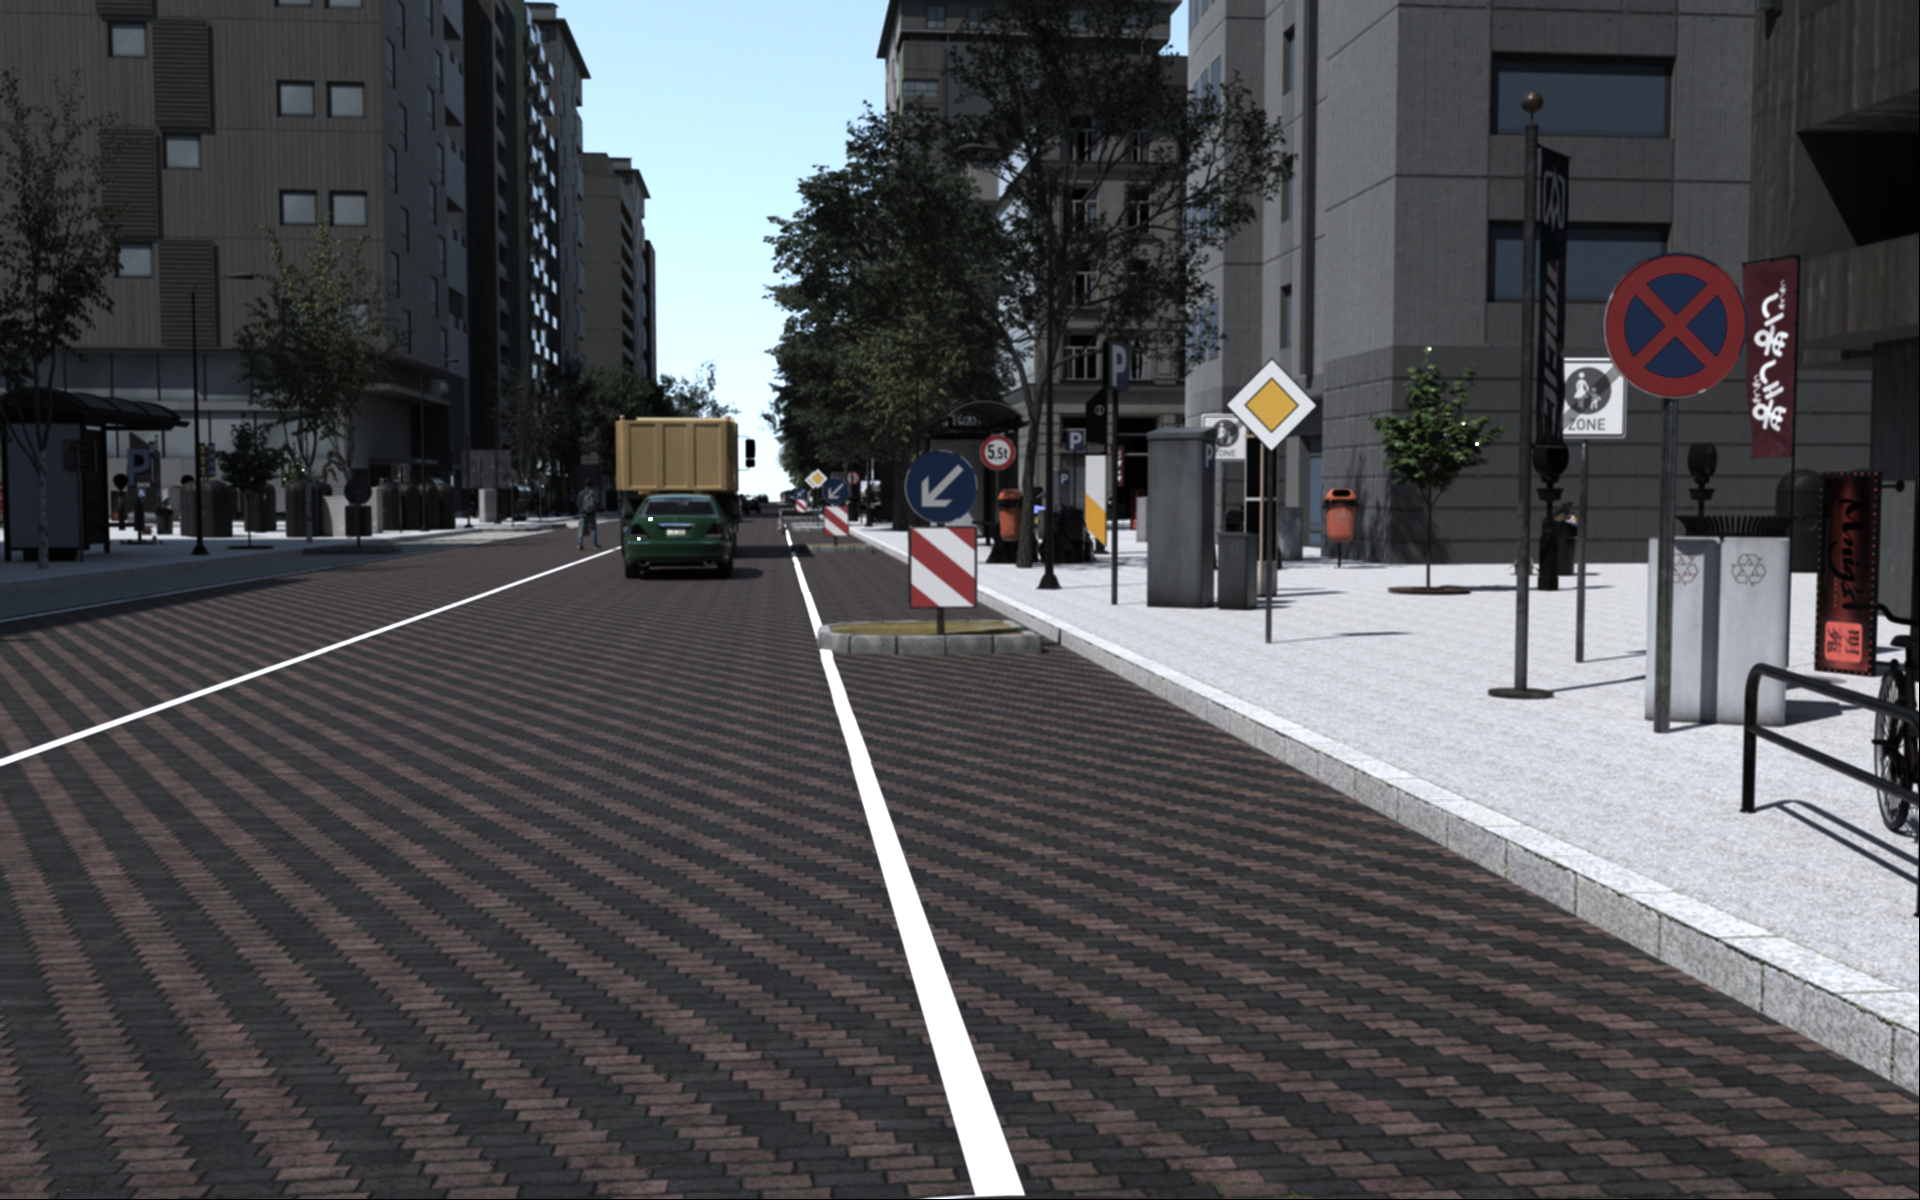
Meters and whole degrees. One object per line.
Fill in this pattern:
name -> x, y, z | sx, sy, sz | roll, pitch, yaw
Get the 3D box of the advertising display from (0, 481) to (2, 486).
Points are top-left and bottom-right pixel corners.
advertising display -> -46.487, -4.788, 83.494 | 0.123, 1.923, 0.974 | 0, 4, 0

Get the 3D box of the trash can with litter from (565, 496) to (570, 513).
trash can with litter -> -25.989, -6.432, 116.547 | 0.624, 1.170, 1.055 | 3, 4, 36

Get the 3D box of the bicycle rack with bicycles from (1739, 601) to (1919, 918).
bicycle rack with bicycles -> 4.081, 0.445, 6.107 | 2.852, 0.926, 2.925 | 1, 4, 9

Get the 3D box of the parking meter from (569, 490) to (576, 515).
parking meter -> -23.253, -5.847, 104.010 | 0.372, 1.533, 0.369 | 0, 3, 0

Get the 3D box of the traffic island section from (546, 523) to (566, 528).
traffic island section -> -18.059, -3.194, 74.509 | 2.009, 0.180, 2.903 | 0, 4, -6

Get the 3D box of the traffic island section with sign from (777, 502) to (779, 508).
traffic island section with sign -> -12.028, -7.135, 125.289 | 1.989, 1.847, 2.006 | 0, 4, -6

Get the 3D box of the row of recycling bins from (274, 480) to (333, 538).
row of recycling bins -> -19.864, -2.794, 52.798 | 1.069, 1.692, 3.534 | -1, 4, -10

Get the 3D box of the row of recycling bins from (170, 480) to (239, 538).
row of recycling bins -> -22.769, -2.755, 52.163 | 1.069, 1.692, 3.534 | -2, 4, -35

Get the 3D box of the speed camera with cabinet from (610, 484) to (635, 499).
speed camera with cabinet -> -28.802, -9.386, 147.791 | 2.038, 3.252, 0.660 | 0, 4, -1

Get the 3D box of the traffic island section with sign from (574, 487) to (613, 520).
traffic island section with sign -> -20.452, -5.387, 96.709 | 1.989, 1.847, 2.006 | 0, 4, -6

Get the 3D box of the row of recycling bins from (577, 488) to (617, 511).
row of recycling bins -> -27.097, -7.390, 127.947 | 3.534, 1.692, 1.069 | 0, 4, -5

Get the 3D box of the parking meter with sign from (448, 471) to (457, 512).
parking meter with sign -> -35.398, -7.627, 120.959 | 0.543, 3.016, 1.738 | -1, 4, -14

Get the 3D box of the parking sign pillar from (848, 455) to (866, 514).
parking sign pillar -> -6.672, -7.475, 110.687 | 1.447, 3.967, 1.447 | 3, 5, 44

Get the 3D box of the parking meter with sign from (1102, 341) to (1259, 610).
parking meter with sign -> 2.508, -1.427, 19.596 | 1.738, 3.016, 0.543 | 2, 4, 30

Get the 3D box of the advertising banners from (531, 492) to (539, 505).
advertising banners -> -31.513, -7.887, 125.135 | 2.074, 3.025, 0.090 | -1, 4, -11

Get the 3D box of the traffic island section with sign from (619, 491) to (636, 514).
traffic island section with sign -> -23.378, -7.058, 124.019 | 1.989, 1.847, 2.006 | 0, 4, -6

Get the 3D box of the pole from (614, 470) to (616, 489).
pole -> -29.032, -9.285, 145.653 | 0.158, 3.312, 0.155 | 0, 3, 0

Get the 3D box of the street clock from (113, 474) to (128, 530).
street clock -> -29.805, -3.484, 61.542 | 0.471, 2.002, 0.358 | -2, 4, -33

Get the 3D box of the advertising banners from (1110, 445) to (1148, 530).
advertising banners -> 6.354, -4.009, 61.735 | 2.074, 3.025, 0.090 | 1, 4, 15

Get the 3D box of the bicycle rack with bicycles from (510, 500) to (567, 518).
bicycle rack with bicycles -> -22.871, -4.816, 92.131 | 2.852, 0.926, 2.925 | 0, 4, 3

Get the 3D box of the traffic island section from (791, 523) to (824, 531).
traffic island section -> -5.533, -2.785, 67.811 | 2.009, 0.180, 2.903 | 0, 4, -6

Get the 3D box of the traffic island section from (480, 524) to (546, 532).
traffic island section -> -17.208, -2.709, 66.569 | 2.009, 0.180, 2.903 | 0, 4, -6

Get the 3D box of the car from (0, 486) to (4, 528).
car -> -40.162, -3.696, 69.100 | 5.304, 1.827, 2.281 | 0, 4, -7

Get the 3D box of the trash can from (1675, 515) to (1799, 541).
trash can -> 5.105, 0.014, 11.431 | 0.748, 1.137, 0.748 | 0, 3, 0

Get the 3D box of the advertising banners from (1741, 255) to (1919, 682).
advertising banners -> 6.327, -0.982, 12.251 | 0.090, 3.025, 2.074 | -1, 4, -23

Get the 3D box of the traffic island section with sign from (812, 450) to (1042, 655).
traffic island section with sign -> -0.352, -0.476, 16.410 | 1.989, 1.847, 2.006 | 0, 4, -6

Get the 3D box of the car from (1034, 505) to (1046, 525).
car -> 1.990, -3.772, 71.267 | 3.694, 1.707, 1.945 | 0, 4, -7

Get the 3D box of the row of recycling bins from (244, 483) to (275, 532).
row of recycling bins -> -24.479, -3.272, 60.607 | 1.069, 1.692, 3.534 | -1, 4, -20

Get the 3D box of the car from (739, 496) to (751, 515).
car -> -15.337, -6.521, 119.194 | 1.945, 1.354, 3.894 | 0, 4, -7

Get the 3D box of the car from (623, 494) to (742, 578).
car -> -4.983, -1.174, 30.996 | 2.131, 1.459, 4.920 | 0, 4, -7

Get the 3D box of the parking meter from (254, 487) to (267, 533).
parking meter -> -23.359, -3.021, 57.808 | 0.372, 1.533, 0.369 | 0, 3, 0

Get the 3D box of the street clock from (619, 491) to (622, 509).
street clock -> -28.756, -8.709, 146.962 | 0.471, 2.002, 0.358 | -1, 4, -12

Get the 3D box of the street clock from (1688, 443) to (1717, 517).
street clock -> 10.527, -1.225, 24.604 | 0.358, 2.002, 0.471 | 3, 5, 45

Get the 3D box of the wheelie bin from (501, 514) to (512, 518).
wheelie bin -> -24.689, -5.266, 94.013 | 0.693, 1.594, 0.980 | -1, 4, -22

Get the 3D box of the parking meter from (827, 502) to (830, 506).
parking meter -> -8.666, -6.562, 115.698 | 0.372, 1.533, 0.369 | 0, 3, 0

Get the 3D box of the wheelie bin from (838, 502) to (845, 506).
wheelie bin -> -6.419, -5.320, 94.896 | 0.693, 1.594, 0.980 | 0, 4, -3

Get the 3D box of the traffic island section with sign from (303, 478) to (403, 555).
traffic island section with sign -> -14.549, -2.021, 41.679 | 1.989, 1.847, 2.006 | 0, 4, -6

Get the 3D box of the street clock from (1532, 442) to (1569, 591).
street clock -> 7.816, -1.125, 22.966 | 0.471, 2.002, 0.358 | -2, 4, -33

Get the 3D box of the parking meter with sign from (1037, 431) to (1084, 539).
parking meter with sign -> 2.762, -3.202, 48.621 | 0.543, 3.016, 1.738 | -2, 4, -29

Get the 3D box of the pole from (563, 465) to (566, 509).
pole -> -27.535, -7.750, 120.560 | 0.158, 3.312, 0.155 | 0, 3, 0

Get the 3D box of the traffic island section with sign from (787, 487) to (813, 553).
traffic island section with sign -> -3.231, -2.115, 43.211 | 1.989, 1.847, 2.006 | 0, 4, -6

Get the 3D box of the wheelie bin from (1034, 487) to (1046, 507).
wheelie bin -> 3.404, -4.252, 77.435 | 0.980, 1.594, 0.693 | 0, 4, 5

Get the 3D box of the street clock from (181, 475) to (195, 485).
street clock -> -29.181, -3.726, 65.495 | 0.471, 2.002, 0.358 | -1, 4, -23

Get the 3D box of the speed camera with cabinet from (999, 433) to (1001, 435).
speed camera with cabinet -> 0.317, -3.049, 44.180 | 2.038, 3.252, 0.660 | 0, 4, -1

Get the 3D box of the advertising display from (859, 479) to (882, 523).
advertising display -> -3.910, -4.321, 75.858 | 0.974, 1.923, 0.123 | 1, 4, 8

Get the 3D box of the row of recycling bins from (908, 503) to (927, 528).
row of recycling bins -> -0.809, -2.546, 48.741 | 1.069, 1.692, 3.534 | 1, 4, 10

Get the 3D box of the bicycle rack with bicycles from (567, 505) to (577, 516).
bicycle rack with bicycles -> -24.197, -5.413, 101.880 | 2.925, 0.926, 2.852 | -1, 4, -16

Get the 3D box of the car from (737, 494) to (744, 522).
car -> -12.331, -4.937, 89.390 | 2.281, 1.827, 5.304 | 0, 4, -5

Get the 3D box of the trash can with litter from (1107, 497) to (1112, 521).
trash can with litter -> 7.140, -4.418, 83.626 | 0.624, 1.170, 1.055 | -2, 4, -34

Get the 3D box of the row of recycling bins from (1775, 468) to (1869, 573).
row of recycling bins -> 15.014, -1.265, 27.798 | 3.534, 1.692, 1.069 | 2, 4, 30

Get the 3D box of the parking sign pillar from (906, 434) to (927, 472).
parking sign pillar -> -1.583, -4.801, 66.965 | 1.447, 3.967, 1.447 | 1, 4, 15

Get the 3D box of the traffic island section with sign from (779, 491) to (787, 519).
traffic island section with sign -> -9.157, -5.496, 98.486 | 1.989, 1.847, 2.006 | 0, 4, -6

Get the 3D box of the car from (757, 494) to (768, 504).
car -> -29.509, -15.223, 258.687 | 2.009, 1.686, 4.222 | 0, 4, -5

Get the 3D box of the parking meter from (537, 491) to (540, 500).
parking meter -> -33.617, -7.926, 137.997 | 0.372, 1.533, 0.369 | 0, 3, 0

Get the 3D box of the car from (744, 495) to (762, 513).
car -> -16.027, -7.279, 131.594 | 1.945, 1.354, 3.894 | 0, 4, -5

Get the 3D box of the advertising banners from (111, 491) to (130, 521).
advertising banners -> -40.438, -5.303, 82.889 | 0.090, 3.025, 2.074 | 1, 4, 16

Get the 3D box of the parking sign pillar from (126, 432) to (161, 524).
parking sign pillar -> -35.275, -5.283, 74.845 | 1.447, 3.967, 1.447 | 0, 4, 6

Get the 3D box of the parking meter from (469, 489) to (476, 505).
parking meter -> -27.550, -5.628, 97.731 | 0.399, 1.863, 0.255 | -2, 4, -29

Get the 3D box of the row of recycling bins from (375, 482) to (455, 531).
row of recycling bins -> -19.476, -3.360, 62.050 | 1.069, 1.692, 3.534 | 2, 4, 28
